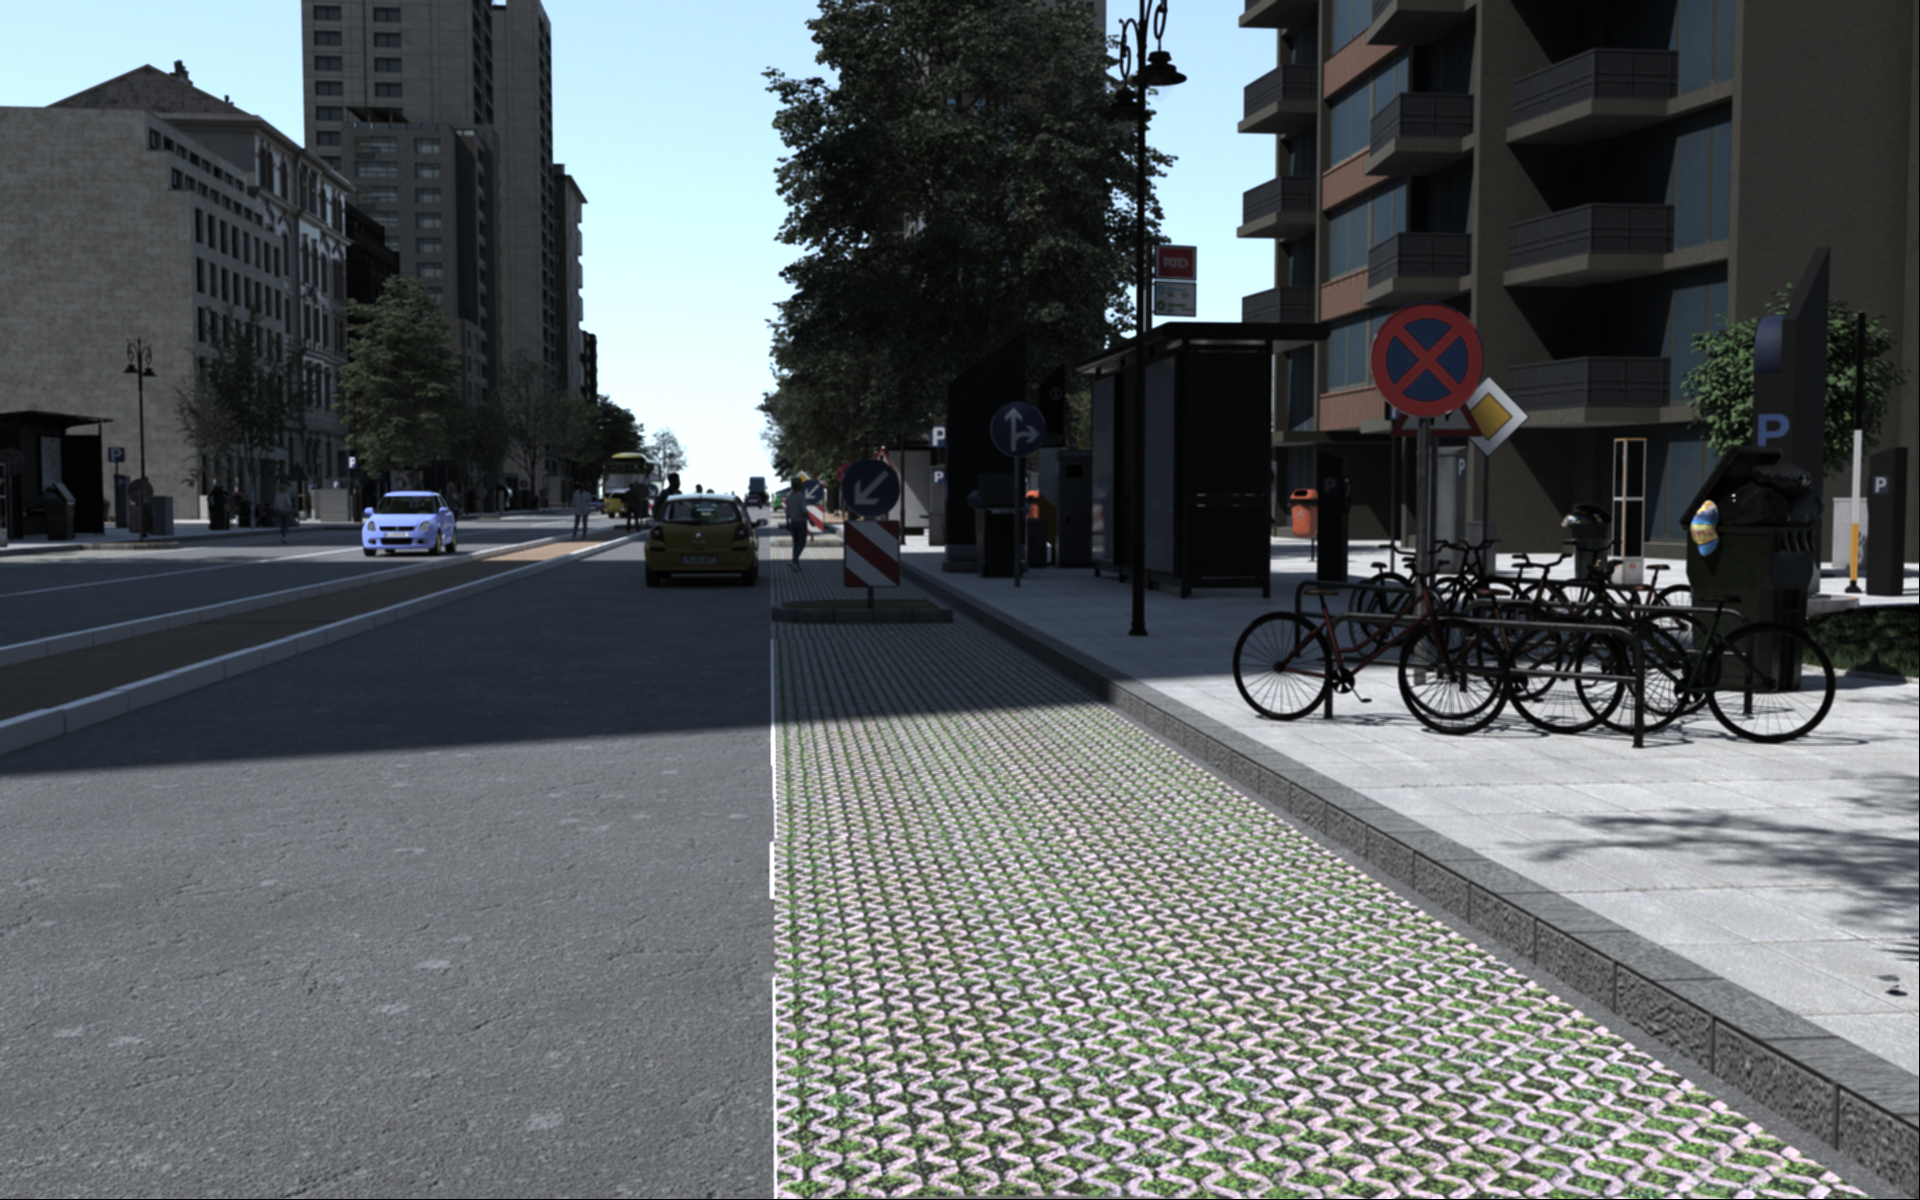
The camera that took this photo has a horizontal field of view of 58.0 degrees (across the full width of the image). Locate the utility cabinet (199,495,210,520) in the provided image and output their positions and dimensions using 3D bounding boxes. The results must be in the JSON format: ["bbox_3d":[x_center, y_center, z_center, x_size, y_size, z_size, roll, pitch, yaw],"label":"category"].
[{"bbox_3d":[-37.652,-4.612,86.563,1.020,1.237,0.306,3,5,45],"label":"utility cabinet"}]

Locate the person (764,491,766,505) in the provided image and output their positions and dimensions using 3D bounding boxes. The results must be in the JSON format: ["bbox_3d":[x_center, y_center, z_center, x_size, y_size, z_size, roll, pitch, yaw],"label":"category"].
[{"bbox_3d":[-25.328,-13.239,224.984,1.348,1.821,0.705,-1,4,-21],"label":"person"}]

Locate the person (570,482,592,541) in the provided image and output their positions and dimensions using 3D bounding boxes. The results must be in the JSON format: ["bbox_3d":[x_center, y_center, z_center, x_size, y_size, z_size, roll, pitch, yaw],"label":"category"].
[{"bbox_3d":[-11.511,-2.680,52.576,0.793,1.790,0.793,-3,4,-36],"label":"person"}]

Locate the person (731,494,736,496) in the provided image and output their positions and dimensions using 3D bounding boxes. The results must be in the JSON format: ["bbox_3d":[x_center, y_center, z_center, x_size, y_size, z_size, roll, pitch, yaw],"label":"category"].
[{"bbox_3d":[-34.947,-15.731,266.529,1.217,1.723,0.721,-1,4,-18],"label":"person"}]

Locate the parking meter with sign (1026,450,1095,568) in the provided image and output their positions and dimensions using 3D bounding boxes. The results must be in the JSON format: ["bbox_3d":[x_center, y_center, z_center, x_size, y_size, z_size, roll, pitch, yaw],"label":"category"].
[{"bbox_3d":[2.008,-2.071,30.117,1.738,3.016,0.543,0,4,-6],"label":"parking meter with sign"}]

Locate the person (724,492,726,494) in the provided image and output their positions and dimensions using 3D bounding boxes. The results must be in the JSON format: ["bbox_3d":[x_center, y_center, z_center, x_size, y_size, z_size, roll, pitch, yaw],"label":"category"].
[{"bbox_3d":[-39.455,-17.210,290.593,1.217,1.736,0.721,1,4,10],"label":"person"}]

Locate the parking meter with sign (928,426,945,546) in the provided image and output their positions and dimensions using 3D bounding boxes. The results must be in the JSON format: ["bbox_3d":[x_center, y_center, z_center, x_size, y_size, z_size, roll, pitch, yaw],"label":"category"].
[{"bbox_3d":[-0.541,-2.887,43.465,0.543,3.016,1.738,0,4,2],"label":"parking meter with sign"}]

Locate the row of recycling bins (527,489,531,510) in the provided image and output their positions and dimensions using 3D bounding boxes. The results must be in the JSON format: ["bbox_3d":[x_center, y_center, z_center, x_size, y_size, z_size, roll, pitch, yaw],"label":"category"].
[{"bbox_3d":[-35.831,-8.059,138.870,1.069,1.692,3.534,2,4,29],"label":"row of recycling bins"}]

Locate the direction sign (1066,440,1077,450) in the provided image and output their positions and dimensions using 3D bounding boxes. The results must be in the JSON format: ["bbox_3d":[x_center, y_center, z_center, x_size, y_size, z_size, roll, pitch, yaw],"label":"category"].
[{"bbox_3d":[4.509,-4.952,72.968,0.876,3.537,0.379,-1,4,-14],"label":"direction sign"}]

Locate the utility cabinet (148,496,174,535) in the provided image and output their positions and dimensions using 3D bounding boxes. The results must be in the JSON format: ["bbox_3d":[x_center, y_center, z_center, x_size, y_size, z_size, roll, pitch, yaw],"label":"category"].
[{"bbox_3d":[-25.009,-2.633,54.209,1.020,1.237,0.306,3,4,37],"label":"utility cabinet"}]

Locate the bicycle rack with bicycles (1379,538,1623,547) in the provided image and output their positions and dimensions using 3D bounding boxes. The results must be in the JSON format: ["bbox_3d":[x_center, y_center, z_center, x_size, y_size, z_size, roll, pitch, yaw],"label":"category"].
[{"bbox_3d":[3.871,0.002,13.342,2.852,0.926,2.925,-1,4,-21],"label":"bicycle rack with bicycles"}]

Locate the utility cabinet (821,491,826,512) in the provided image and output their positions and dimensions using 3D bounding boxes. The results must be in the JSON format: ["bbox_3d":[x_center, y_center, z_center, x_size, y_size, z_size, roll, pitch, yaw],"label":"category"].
[{"bbox_3d":[-9.625,-6.931,122.005,0.318,1.500,1.173,-1,4,-9],"label":"utility cabinet"}]

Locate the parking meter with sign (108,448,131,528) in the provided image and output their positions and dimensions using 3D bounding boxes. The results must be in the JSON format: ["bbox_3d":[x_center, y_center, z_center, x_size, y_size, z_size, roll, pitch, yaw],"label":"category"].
[{"bbox_3d":[-31.733,-4.246,65.681,0.543,3.016,1.738,-1,4,-12],"label":"parking meter with sign"}]

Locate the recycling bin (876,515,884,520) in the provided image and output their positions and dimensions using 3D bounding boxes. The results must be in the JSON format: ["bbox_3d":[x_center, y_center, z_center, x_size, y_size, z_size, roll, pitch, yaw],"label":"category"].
[{"bbox_3d":[-4.160,-4.512,86.329,0.722,1.027,0.722,-1,4,-12],"label":"recycling bin"}]

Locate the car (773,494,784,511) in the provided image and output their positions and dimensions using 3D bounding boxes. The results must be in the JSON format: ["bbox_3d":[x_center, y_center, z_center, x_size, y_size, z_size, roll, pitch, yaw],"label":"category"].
[{"bbox_3d":[-14.552,-8.246,143.614,1.959,1.807,4.718,0,4,-5],"label":"car"}]

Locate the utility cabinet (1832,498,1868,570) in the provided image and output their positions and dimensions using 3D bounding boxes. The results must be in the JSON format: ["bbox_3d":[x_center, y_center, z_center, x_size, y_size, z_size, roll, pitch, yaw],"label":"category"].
[{"bbox_3d":[15.317,-1.121,29.488,0.306,1.237,1.020,-1,4,-9],"label":"utility cabinet"}]

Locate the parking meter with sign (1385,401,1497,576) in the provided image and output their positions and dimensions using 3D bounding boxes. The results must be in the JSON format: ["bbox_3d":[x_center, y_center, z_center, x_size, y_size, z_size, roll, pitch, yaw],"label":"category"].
[{"bbox_3d":[7.706,-1.923,27.708,1.738,3.016,0.543,3,5,39],"label":"parking meter with sign"}]

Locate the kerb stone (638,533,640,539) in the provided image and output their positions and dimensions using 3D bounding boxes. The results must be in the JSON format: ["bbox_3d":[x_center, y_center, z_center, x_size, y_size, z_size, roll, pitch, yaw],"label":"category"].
[{"bbox_3d":[-10.269,-1.987,54.687,0.120,0.150,1.000,0,4,-6],"label":"kerb stone"}]

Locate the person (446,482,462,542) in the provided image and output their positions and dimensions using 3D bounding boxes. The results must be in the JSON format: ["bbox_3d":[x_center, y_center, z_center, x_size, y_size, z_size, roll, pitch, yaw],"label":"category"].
[{"bbox_3d":[-15.208,-2.656,52.114,0.537,1.800,0.526,-3,5,-45],"label":"person"}]

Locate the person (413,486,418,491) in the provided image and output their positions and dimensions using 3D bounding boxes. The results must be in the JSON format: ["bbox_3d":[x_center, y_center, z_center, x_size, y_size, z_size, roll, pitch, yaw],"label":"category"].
[{"bbox_3d":[-20.633,-3.455,65.566,0.480,1.755,0.524,-1,4,-23],"label":"person"}]

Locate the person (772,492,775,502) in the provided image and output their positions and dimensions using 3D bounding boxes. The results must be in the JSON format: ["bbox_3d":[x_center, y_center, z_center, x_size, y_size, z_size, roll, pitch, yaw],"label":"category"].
[{"bbox_3d":[-33.159,-18.244,307.500,0.721,1.736,1.217,1,4,19],"label":"person"}]

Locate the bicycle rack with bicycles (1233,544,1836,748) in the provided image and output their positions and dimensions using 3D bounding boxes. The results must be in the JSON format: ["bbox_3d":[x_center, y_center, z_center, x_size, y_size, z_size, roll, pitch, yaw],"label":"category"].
[{"bbox_3d":[3.383,0.221,9.772,2.925,0.926,2.852,3,5,42],"label":"bicycle rack with bicycles"}]

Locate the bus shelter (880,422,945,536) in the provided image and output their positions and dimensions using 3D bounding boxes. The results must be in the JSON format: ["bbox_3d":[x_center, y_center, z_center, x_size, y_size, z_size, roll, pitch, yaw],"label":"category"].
[{"bbox_3d":[-1.244,-3.491,51.007,2.014,3.302,5.546,0,4,-6],"label":"bus shelter"}]

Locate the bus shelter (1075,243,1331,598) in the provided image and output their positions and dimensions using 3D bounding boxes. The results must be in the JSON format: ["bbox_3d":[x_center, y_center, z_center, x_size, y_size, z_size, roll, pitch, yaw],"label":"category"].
[{"bbox_3d":[3.040,-2.924,25.433,2.179,5.291,8.768,0,4,-6],"label":"bus shelter"}]

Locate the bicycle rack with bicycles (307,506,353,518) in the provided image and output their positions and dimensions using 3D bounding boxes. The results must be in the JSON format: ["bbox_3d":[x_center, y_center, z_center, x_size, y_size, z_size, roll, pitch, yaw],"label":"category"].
[{"bbox_3d":[-34.408,-4.981,94.821,2.925,0.926,2.852,-1,4,-23],"label":"bicycle rack with bicycles"}]

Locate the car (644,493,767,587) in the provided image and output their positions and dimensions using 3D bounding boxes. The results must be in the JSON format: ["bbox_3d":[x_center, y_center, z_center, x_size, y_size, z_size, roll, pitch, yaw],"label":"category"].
[{"bbox_3d":[-4.173,-1.107,28.329,2.015,1.641,3.980,0,4,-6],"label":"car"}]

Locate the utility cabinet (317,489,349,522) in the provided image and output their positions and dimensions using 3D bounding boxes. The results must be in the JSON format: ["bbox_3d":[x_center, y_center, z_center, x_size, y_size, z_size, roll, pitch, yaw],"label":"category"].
[{"bbox_3d":[-28.312,-4.262,78.363,1.173,1.500,0.318,-1,4,-17],"label":"utility cabinet"}]

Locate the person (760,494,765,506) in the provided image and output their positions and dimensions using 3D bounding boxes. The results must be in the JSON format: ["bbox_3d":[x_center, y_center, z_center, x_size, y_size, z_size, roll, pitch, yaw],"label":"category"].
[{"bbox_3d":[-24.464,-12.399,214.479,1.065,1.426,0.557,3,5,45],"label":"person"}]

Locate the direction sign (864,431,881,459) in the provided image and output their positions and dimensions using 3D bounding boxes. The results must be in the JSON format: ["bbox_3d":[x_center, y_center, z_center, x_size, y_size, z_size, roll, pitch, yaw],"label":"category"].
[{"bbox_3d":[-3.105,-4.304,62.367,0.876,3.537,0.379,-3,5,-44],"label":"direction sign"}]

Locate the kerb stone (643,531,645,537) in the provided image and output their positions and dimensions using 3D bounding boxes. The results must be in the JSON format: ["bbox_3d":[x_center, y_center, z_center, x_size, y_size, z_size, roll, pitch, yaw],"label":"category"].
[{"bbox_3d":[-10.492,-2.112,56.728,0.120,0.150,1.000,0,4,-6],"label":"kerb stone"}]

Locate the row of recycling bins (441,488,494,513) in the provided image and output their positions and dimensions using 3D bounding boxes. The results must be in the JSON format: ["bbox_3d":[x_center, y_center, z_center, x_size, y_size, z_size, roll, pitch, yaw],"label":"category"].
[{"bbox_3d":[-32.884,-6.639,115.658,3.534,1.692,1.069,-3,4,-38],"label":"row of recycling bins"}]

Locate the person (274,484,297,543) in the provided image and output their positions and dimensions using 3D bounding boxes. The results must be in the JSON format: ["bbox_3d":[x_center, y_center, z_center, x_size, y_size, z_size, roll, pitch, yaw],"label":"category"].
[{"bbox_3d":[-19.785,-2.542,50.732,0.731,1.740,0.598,0,4,0],"label":"person"}]

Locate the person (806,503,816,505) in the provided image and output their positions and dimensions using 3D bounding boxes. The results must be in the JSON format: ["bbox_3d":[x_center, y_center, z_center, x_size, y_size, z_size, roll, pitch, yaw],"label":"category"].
[{"bbox_3d":[-5.629,-3.375,64.037,0.716,1.782,0.532,-3,5,-42],"label":"person"}]

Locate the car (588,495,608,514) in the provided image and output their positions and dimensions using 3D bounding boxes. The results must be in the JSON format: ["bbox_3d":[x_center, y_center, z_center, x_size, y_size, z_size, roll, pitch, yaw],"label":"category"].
[{"bbox_3d":[-26.146,-6.824,124.145,1.945,1.354,3.894,0,4,-4],"label":"car"}]

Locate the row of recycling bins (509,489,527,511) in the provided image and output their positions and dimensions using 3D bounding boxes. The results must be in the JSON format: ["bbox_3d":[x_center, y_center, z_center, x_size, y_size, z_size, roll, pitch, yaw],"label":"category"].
[{"bbox_3d":[-35.879,-7.853,135.512,3.534,1.692,1.069,1,4,20],"label":"row of recycling bins"}]

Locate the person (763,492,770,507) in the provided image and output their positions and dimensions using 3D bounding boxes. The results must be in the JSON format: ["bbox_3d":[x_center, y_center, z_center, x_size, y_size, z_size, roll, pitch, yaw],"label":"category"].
[{"bbox_3d":[-21.574,-11.234,192.971,0.445,1.727,0.742,3,5,43],"label":"person"}]

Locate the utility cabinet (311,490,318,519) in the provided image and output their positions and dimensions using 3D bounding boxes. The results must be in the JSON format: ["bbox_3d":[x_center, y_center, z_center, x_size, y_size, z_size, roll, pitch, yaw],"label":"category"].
[{"bbox_3d":[-32.641,-4.835,87.731,0.318,1.500,1.173,-2,4,-29],"label":"utility cabinet"}]

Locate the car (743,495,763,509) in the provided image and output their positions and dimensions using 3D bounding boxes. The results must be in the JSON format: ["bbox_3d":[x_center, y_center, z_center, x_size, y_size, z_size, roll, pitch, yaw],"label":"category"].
[{"bbox_3d":[-20.107,-9.514,168.129,1.945,1.354,3.894,0,4,-8],"label":"car"}]

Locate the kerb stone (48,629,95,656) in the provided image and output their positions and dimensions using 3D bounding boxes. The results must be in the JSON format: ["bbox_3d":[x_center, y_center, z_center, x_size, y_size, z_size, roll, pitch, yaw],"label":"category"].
[{"bbox_3d":[-8.116,0.398,15.689,0.120,0.150,1.000,0,4,-6],"label":"kerb stone"}]

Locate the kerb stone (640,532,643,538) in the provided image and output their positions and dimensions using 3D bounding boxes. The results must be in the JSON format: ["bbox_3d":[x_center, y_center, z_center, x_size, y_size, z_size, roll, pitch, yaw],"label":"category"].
[{"bbox_3d":[-10.375,-2.050,55.710,0.120,0.150,1.000,0,4,-6],"label":"kerb stone"}]

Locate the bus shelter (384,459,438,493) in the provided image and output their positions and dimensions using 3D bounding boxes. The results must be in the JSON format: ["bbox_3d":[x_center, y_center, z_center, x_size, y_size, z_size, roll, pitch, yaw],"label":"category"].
[{"bbox_3d":[-31.760,-6.501,100.221,2.014,3.302,5.546,0,4,-6],"label":"bus shelter"}]

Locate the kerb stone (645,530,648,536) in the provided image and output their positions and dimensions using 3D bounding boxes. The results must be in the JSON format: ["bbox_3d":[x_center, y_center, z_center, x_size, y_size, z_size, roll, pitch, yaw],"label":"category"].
[{"bbox_3d":[-10.600,-2.174,57.746,0.120,0.150,1.000,0,4,-6],"label":"kerb stone"}]

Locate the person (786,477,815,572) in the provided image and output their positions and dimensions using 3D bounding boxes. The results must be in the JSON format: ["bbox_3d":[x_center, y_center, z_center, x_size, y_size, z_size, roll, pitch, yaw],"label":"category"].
[{"bbox_3d":[-2.991,-1.394,31.969,0.731,1.740,0.598,2,4,25],"label":"person"}]

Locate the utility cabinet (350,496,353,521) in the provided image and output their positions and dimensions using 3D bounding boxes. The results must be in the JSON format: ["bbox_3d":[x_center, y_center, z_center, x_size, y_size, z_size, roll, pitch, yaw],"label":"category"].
[{"bbox_3d":[-29.030,-4.348,82.250,0.306,1.237,1.020,-1,4,-15],"label":"utility cabinet"}]

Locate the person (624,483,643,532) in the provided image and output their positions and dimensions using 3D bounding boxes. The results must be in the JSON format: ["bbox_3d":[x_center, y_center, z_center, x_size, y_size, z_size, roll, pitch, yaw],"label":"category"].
[{"bbox_3d":[-12.311,-3.477,65.258,0.656,1.842,0.836,-3,5,-39],"label":"person"}]

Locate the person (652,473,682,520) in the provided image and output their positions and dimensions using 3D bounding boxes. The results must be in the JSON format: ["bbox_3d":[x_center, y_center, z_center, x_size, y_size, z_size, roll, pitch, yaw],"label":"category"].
[{"bbox_3d":[-5.284,-1.445,32.103,0.794,1.824,0.713,-3,4,-37],"label":"person"}]

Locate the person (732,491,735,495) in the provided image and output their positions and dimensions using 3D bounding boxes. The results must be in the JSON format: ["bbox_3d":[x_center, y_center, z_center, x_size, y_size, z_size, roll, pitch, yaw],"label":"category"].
[{"bbox_3d":[-25.016,-11.137,190.608,0.705,1.821,1.348,-3,4,-36],"label":"person"}]

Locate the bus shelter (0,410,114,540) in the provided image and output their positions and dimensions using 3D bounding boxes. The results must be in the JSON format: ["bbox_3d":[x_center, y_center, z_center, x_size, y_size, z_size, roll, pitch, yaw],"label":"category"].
[{"bbox_3d":[-27.245,-3.692,51.652,1.731,3.624,6.357,0,4,-6],"label":"bus shelter"}]

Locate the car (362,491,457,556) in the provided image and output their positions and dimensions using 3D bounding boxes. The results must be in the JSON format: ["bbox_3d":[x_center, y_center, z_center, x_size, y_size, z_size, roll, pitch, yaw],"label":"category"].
[{"bbox_3d":[-13.068,-1.932,41.185,1.945,1.707,3.694,0,4,-8],"label":"car"}]

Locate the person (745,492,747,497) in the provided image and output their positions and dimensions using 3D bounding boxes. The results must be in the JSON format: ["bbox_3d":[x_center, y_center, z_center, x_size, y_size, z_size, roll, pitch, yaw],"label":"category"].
[{"bbox_3d":[-35.948,-17.216,290.899,0.530,1.710,0.541,0,4,-3],"label":"person"}]

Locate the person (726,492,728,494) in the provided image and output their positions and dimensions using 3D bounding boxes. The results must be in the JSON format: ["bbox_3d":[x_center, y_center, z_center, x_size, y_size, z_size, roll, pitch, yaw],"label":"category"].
[{"bbox_3d":[-41.383,-18.321,308.834,0.721,1.735,1.217,1,4,14],"label":"person"}]

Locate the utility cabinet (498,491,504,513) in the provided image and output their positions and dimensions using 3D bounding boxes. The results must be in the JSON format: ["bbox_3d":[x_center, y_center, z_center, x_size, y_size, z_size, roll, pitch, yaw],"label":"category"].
[{"bbox_3d":[-31.302,-6.691,118.083,0.318,1.500,1.173,-1,4,-13],"label":"utility cabinet"}]

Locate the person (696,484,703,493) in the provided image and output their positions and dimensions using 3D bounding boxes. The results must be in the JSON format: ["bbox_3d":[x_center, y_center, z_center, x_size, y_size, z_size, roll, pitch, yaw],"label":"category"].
[{"bbox_3d":[-9.698,-3.409,64.425,0.728,1.800,0.709,1,4,16],"label":"person"}]

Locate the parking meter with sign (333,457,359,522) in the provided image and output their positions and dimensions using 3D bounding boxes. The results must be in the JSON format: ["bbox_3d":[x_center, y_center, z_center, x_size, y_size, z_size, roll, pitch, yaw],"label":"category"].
[{"bbox_3d":[-28.473,-5.101,79.658,0.543,3.016,1.738,2,4,24],"label":"parking meter with sign"}]

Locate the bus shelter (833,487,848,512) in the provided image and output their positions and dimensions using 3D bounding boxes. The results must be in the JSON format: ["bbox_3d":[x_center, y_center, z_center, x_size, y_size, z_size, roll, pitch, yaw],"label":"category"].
[{"bbox_3d":[-9.791,-9.993,141.019,2.179,5.291,8.768,0,4,-6],"label":"bus shelter"}]

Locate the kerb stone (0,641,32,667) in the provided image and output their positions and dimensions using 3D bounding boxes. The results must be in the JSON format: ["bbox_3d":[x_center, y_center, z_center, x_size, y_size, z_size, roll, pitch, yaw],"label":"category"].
[{"bbox_3d":[-7.999,0.463,14.661,0.120,0.150,1.000,0,4,-6],"label":"kerb stone"}]
